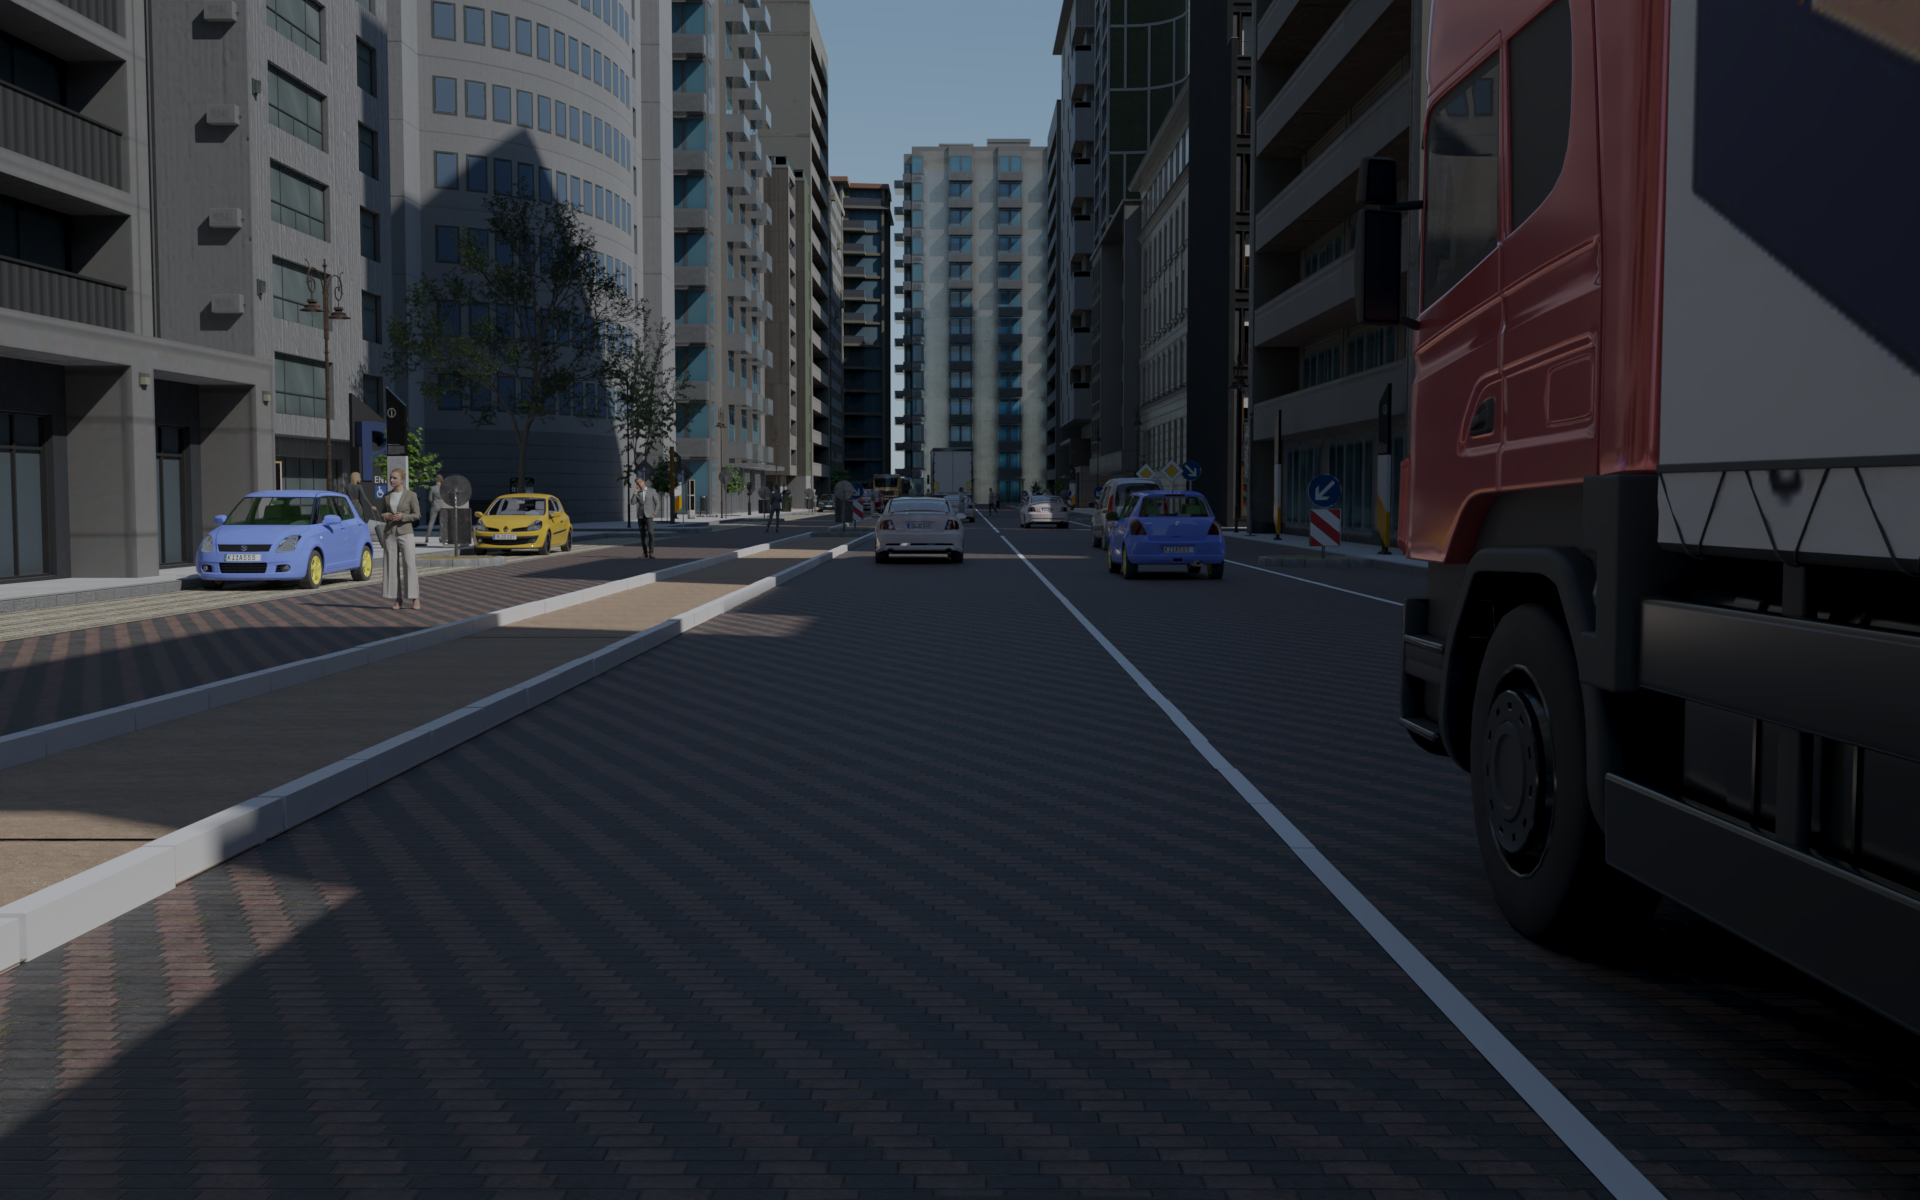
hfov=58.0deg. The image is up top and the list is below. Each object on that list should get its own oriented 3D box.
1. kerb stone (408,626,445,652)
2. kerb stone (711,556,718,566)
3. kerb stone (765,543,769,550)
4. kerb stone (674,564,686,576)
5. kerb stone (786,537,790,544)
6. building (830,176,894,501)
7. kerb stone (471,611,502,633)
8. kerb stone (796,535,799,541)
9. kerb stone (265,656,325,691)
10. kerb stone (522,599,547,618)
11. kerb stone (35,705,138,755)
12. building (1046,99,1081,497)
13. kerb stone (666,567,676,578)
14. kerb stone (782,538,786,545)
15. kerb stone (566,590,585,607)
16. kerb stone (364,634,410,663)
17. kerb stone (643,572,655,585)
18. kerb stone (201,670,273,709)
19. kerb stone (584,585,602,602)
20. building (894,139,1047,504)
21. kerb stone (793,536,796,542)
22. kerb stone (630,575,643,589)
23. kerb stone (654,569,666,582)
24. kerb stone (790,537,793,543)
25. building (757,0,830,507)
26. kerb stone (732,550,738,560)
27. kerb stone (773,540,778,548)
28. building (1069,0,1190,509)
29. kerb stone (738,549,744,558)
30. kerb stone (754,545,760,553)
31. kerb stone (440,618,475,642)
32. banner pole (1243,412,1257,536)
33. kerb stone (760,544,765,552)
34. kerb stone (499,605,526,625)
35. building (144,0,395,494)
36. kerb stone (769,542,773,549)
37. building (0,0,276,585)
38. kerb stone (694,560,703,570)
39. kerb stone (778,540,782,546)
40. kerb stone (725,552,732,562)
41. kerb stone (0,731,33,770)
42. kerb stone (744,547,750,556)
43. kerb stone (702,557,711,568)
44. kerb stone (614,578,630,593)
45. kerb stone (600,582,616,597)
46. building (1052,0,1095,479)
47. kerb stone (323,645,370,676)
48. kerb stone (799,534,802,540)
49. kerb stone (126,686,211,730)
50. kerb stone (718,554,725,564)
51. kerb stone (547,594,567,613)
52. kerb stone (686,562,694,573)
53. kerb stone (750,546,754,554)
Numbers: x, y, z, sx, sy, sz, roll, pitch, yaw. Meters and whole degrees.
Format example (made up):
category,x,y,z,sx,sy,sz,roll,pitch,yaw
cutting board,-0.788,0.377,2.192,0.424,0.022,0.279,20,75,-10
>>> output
category,x,y,z,sx,sy,sz,roll,pitch,yaw
kerb stone,-5.013,0.374,16.082,0.120,0.150,1.000,0,3,0
kerb stone,-5.006,-0.754,34.522,0.120,0.150,1.000,0,3,0
kerb stone,-4.995,-1.318,43.747,0.120,0.150,1.000,0,3,0
kerb stone,-5.001,-0.503,30.425,0.120,0.150,1.000,0,3,0
kerb stone,-4.990,-1.628,48.880,0.120,0.150,1.000,0,3,0
building,-23.647,-35.553,235.916,28.867,44.769,22.147,0,3,0
kerb stone,-5.016,0.248,18.136,0.120,0.150,1.000,0,3,0
kerb stone,-5.002,-1.816,51.954,0.120,0.150,1.000,0,3,0
kerb stone,-5.022,0.563,12.983,0.120,0.150,1.000,0,3,0
kerb stone,-5.022,0.123,20.180,0.120,0.150,1.000,0,3,0
kerb stone,-5.019,0.752,9.907,0.120,0.150,1.000,0,3,0
building,21.399,-35.485,203.882,21.300,48.544,21.600,0,3,0
kerb stone,-5.013,-0.436,29.403,0.120,0.150,1.000,0,3,0
kerb stone,-4.995,-1.569,47.847,0.120,0.150,1.000,0,3,0
kerb stone,-5.014,0.001,22.232,0.120,0.150,1.000,0,3,0
kerb stone,-5.025,0.437,15.049,0.120,0.150,1.000,0,3,0
kerb stone,-5.011,-0.312,27.360,0.120,0.150,1.000,0,3,0
kerb stone,-5.022,0.626,11.959,0.120,0.150,1.000,0,3,0
kerb stone,-5.011,-0.062,23.256,0.120,0.150,1.000,0,3,0
building,6.458,-37.706,236.099,30.456,49.044,23.786,0,3,0
kerb stone,-4.998,-1.758,50.931,0.120,0.150,1.000,0,3,0
kerb stone,-5.012,-0.249,26.328,0.120,0.150,1.000,0,3,0
kerb stone,-5.005,-0.378,28.381,0.120,0.150,1.000,0,3,0
kerb stone,-4.997,-1.693,49.909,0.120,0.150,1.000,0,3,0
building,-23.933,-33.108,165.023,21.300,48.544,21.600,0,3,0
kerb stone,-5.000,-0.942,37.595,0.120,0.150,1.000,0,3,0
kerb stone,-4.991,-1.443,45.795,0.120,0.150,1.000,0,3,0
building,20.749,-43.797,154.331,20.563,71.187,20.611,0,3,0
kerb stone,-5.003,-1.005,38.630,0.120,0.150,1.000,0,3,0
kerb stone,-4.994,-1.193,41.701,0.120,0.150,1.000,0,3,0
kerb stone,-5.014,0.311,17.104,0.120,0.150,1.000,0,3,0
banner pole,8.813,-3.850,52.957,0.401,3.779,0.863,-1,4,-11
kerb stone,-4.998,-1.256,42.725,0.120,0.150,1.000,0,3,0
kerb stone,-5.018,0.186,19.158,0.120,0.150,1.000,0,3,0
building,-24.945,-17.056,50.560,14.107,30.474,14.160,0,3,0
kerb stone,-5.002,-1.373,44.773,0.120,0.150,1.000,0,3,0
building,-22.751,-35.897,25.164,20.563,71.187,20.611,0,3,0
kerb stone,-5.011,-0.625,32.474,0.120,0.150,1.000,0,3,0
kerb stone,-5.002,-1.501,46.826,0.120,0.150,1.000,0,3,0
kerb stone,-4.996,-0.874,36.574,0.120,0.150,1.000,0,3,0
kerb stone,-5.013,0.814,8.882,0.120,0.150,1.000,0,3,0
kerb stone,-4.999,-1.068,39.657,0.120,0.150,1.000,0,3,0
kerb stone,-5.007,-0.691,33.499,0.120,0.150,1.000,0,3,0
kerb stone,-5.022,-0.190,25.305,0.120,0.150,1.000,0,3,0
kerb stone,-5.019,-0.122,24.278,0.120,0.150,1.000,0,3,0
building,24.536,-36.065,178.899,28.713,52.752,27.495,0,3,0
kerb stone,-5.025,0.507,14.011,0.120,0.150,1.000,0,3,0
kerb stone,-5.002,-1.883,52.976,0.120,0.150,1.000,0,3,0
kerb stone,-5.020,0.689,10.929,0.120,0.150,1.000,0,3,0
kerb stone,-5.004,-0.816,35.544,0.120,0.150,1.000,0,3,0
kerb stone,-5.013,0.064,21.210,0.120,0.150,1.000,0,3,0
kerb stone,-5.011,-0.566,31.449,0.120,0.150,1.000,0,3,0
kerb stone,-5.008,-1.130,40.679,0.120,0.150,1.000,0,3,0
